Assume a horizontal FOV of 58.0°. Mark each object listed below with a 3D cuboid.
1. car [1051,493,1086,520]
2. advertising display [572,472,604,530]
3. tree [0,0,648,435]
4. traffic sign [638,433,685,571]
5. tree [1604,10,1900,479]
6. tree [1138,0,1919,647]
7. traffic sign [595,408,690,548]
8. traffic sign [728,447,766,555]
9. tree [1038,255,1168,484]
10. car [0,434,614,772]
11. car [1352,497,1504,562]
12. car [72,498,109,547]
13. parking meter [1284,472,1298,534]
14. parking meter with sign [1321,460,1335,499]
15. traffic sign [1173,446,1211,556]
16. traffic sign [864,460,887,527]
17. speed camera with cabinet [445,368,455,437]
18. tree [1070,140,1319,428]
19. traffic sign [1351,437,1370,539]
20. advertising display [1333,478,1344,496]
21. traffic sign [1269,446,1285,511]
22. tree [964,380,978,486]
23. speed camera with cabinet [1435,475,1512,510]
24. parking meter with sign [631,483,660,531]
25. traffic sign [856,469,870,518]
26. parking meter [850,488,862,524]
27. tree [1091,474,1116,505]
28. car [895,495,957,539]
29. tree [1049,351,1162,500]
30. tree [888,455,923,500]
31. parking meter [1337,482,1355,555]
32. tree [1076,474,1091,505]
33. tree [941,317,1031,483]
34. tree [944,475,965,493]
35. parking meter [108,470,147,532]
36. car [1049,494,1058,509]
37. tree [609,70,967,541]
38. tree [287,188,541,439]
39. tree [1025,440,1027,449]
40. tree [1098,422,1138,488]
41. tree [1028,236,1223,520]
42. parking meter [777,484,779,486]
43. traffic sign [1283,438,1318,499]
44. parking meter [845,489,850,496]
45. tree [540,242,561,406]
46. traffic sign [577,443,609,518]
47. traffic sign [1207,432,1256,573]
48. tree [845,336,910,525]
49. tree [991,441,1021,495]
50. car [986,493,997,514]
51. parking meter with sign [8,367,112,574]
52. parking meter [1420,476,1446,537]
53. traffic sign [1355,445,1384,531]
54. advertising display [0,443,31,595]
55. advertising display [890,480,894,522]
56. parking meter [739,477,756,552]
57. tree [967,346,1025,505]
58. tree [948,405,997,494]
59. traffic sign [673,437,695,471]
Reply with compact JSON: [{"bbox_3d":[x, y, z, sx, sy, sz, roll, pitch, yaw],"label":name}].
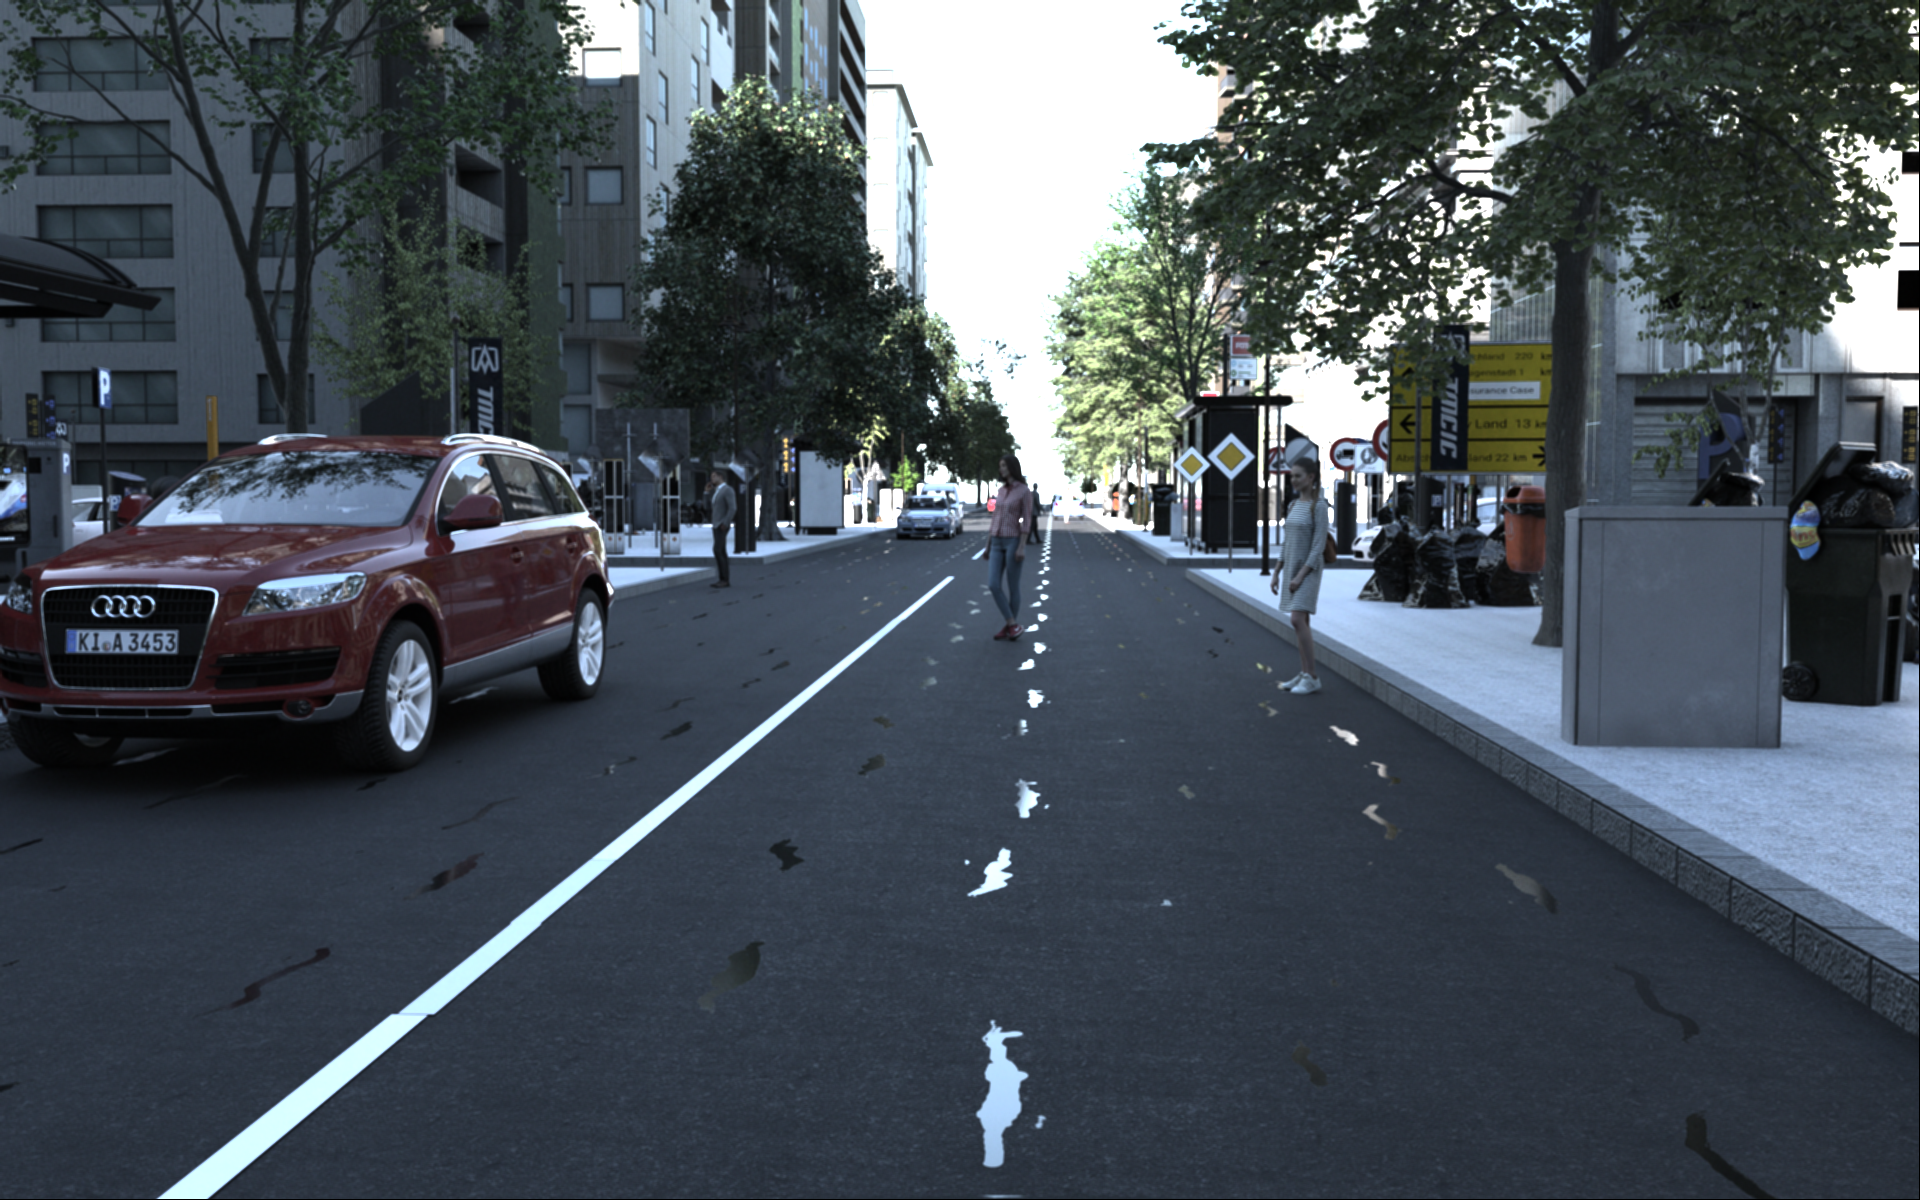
[{"bbox_3d":[6.065,-5.330,96.744,1.945,1.707,3.694,0,4,3],"label":"car"},{"bbox_3d":[-10.983,-2.793,50.880,0.974,1.923,0.123,0,4,-4],"label":"advertising display"},{"bbox_3d":[-7.207,-5.651,18.144,9.928,11.665,9.643,0,3,0],"label":"tree"},{"bbox_3d":[-4.935,-1.530,28.653,0.795,2.450,0.064,0,4,3],"label":"traffic sign"},{"bbox_3d":[11.655,-4.594,25.471,4.737,8.622,4.395,0,3,0],"label":"tree"},{"bbox_3d":[5.511,-5.873,14.154,7.486,12.596,7.792,0,3,0],"label":"tree"},{"bbox_3d":[-7.547,-2.893,41.170,2.265,3.308,0.079,0,4,4],"label":"traffic sign"},{"bbox_3d":[-4.506,-2.017,36.627,0.795,2.450,0.064,0,4,3],"label":"traffic sign"},{"bbox_3d":[12.624,-16.762,129.950,12.611,20.169,13.585,0,3,0],"label":"tree"},{"bbox_3d":[-3.704,-0.124,10.699,2.281,1.827,5.304,0,4,5],"label":"car"},{"bbox_3d":[9.871,-1.247,32.744,4.827,1.381,2.083,0,4,4],"label":"car"},{"bbox_3d":[-16.774,-1.298,33.588,4.827,1.381,2.083,0,4,4],"label":"car"},{"bbox_3d":[8.094,-2.227,42.117,0.399,1.863,0.255,-1,4,-23],"label":"parking meter"},{"bbox_3d":[18.834,-5.709,89.608,0.543,3.016,1.738,0,4,-6],"label":"parking meter with sign"},{"bbox_3d":[4.824,-1.986,36.107,0.795,2.450,0.064,0,4,3],"label":"traffic sign"},{"bbox_3d":[-3.252,-4.064,66.454,0.884,2.594,0.081,0,4,8],"label":"traffic sign"},{"bbox_3d":[-7.404,-1.979,26.688,0.660,3.252,2.038,-2,4,-30],"label":"speed camera with cabinet"},{"bbox_3d":[6.964,-7.684,51.382,9.928,11.665,9.643,0,3,0],"label":"tree"},{"bbox_3d":[8.904,-2.376,38.960,0.768,2.556,0.104,1,4,12],"label":"traffic sign"},{"bbox_3d":[17.588,-4.588,80.228,0.123,1.923,0.974,3,5,44],"label":"advertising display"},{"bbox_3d":[8.459,-2.811,46.061,0.768,2.556,0.104,1,4,10],"label":"traffic sign"},{"bbox_3d":[1.969,-15.527,171.995,7.486,12.596,7.792,0,3,0],"label":"tree"},{"bbox_3d":[11.781,-2.730,38.976,2.038,3.252,0.660,2,4,28],"label":"speed camera with cabinet"},{"bbox_3d":[-11.040,-3.920,60.346,1.738,3.016,0.543,-3,4,-37],"label":"parking meter with sign"},{"bbox_3d":[-4.815,-5.301,86.777,0.768,2.556,0.104,0,4,6],"label":"traffic sign"},{"bbox_3d":[-4.352,-3.978,73.449,0.372,1.533,0.369,0,3,0],"label":"parking meter"},{"bbox_3d":[12.102,-8.995,141.669,1.663,3.219,1.824,0,3,0],"label":"tree"},{"bbox_3d":[-1.080,-2.716,56.413,2.014,1.417,4.499,0,4,2],"label":"car"},{"bbox_3d":[9.386,-10.428,104.908,8.767,10.594,7.601,1,4,9],"label":"tree"},{"bbox_3d":[-2.775,-5.577,85.787,1.663,3.219,1.824,0,3,0],"label":"tree"},{"bbox_3d":[8.124,-1.715,36.450,0.372,1.533,0.369,0,3,0],"label":"parking meter"},{"bbox_3d":[11.619,-9.815,155.083,1.663,3.219,1.824,0,3,0],"label":"tree"},{"bbox_3d":[1.001,-20.191,186.017,12.611,20.169,13.585,0,3,0],"label":"tree"},{"bbox_3d":[-0.458,-8.637,135.823,1.663,3.219,1.824,0,3,0],"label":"tree"},{"bbox_3d":[-8.828,-0.611,18.402,0.372,1.533,0.369,0,3,0],"label":"parking meter"},{"bbox_3d":[9.706,-9.506,167.223,2.131,1.459,4.920,0,4,1],"label":"car"},{"bbox_3d":[-5.149,-7.961,47.163,9.611,12.733,9.660,0,3,0],"label":"tree"},{"bbox_3d":[-13.413,-5.561,41.288,4.737,8.622,4.395,0,3,0],"label":"tree"},{"bbox_3d":[3.336,-17.600,204.769,9.611,12.733,9.660,0,3,0],"label":"tree"},{"bbox_3d":[10.733,-10.191,116.980,4.737,8.622,4.395,0,3,0],"label":"tree"},{"bbox_3d":[8.338,-11.014,86.729,9.857,13.997,8.962,0,3,0],"label":"tree"},{"bbox_3d":[-9.825,-5.351,93.198,0.399,1.863,0.255,0,4,-1],"label":"parking meter"},{"bbox_3d":[7.742,-2.405,39.428,0.768,2.556,0.104,1,4,12],"label":"traffic sign"},{"bbox_3d":[-5.153,-4.329,79.196,0.372,1.533,0.369,0,3,0],"label":"parking meter"},{"bbox_3d":[-12.720,-5.912,47.026,4.737,8.622,4.395,0,3,0],"label":"tree"},{"bbox_3d":[-8.250,-2.312,38.981,0.795,2.450,0.064,1,4,12],"label":"traffic sign"},{"bbox_3d":[4.395,-1.498,28.133,0.795,2.450,0.064,0,4,3],"label":"traffic sign"},{"bbox_3d":[-4.018,-7.469,72.479,4.737,8.622,4.395,0,3,0],"label":"tree"},{"bbox_3d":[4.269,-17.343,217.970,7.601,10.594,8.767,1,4,15],"label":"tree"},{"bbox_3d":[2.934,-7.116,125.379,2.155,1.783,4.494,0,4,1],"label":"car"},{"bbox_3d":[-12.731,-1.696,23.984,1.738,3.016,0.543,-1,4,-9],"label":"parking meter with sign"},{"bbox_3d":[6.737,-1.000,24.753,0.372,1.533,0.369,0,3,0],"label":"parking meter"},{"bbox_3d":[8.337,-2.031,35.329,0.606,2.300,0.079,1,4,13],"label":"traffic sign"},{"bbox_3d":[-12.184,-1.027,22.005,0.123,1.923,0.974,0,4,7],"label":"advertising display"},{"bbox_3d":[-3.147,-4.579,80.081,0.123,1.923,0.974,0,4,-5],"label":"advertising display"},{"bbox_3d":[-4.757,-2.003,38.455,0.399,1.863,0.255,1,4,20],"label":"parking meter"},{"bbox_3d":[-2.680,-11.203,100.171,9.611,12.733,9.660,0,3,0],"label":"tree"},{"bbox_3d":[0.003,-11.080,131.522,4.737,8.622,4.395,0,3,0],"label":"tree"},{"bbox_3d":[-6.468,-2.420,39.566,0.884,2.594,0.081,1,4,13],"label":"traffic sign"}]
